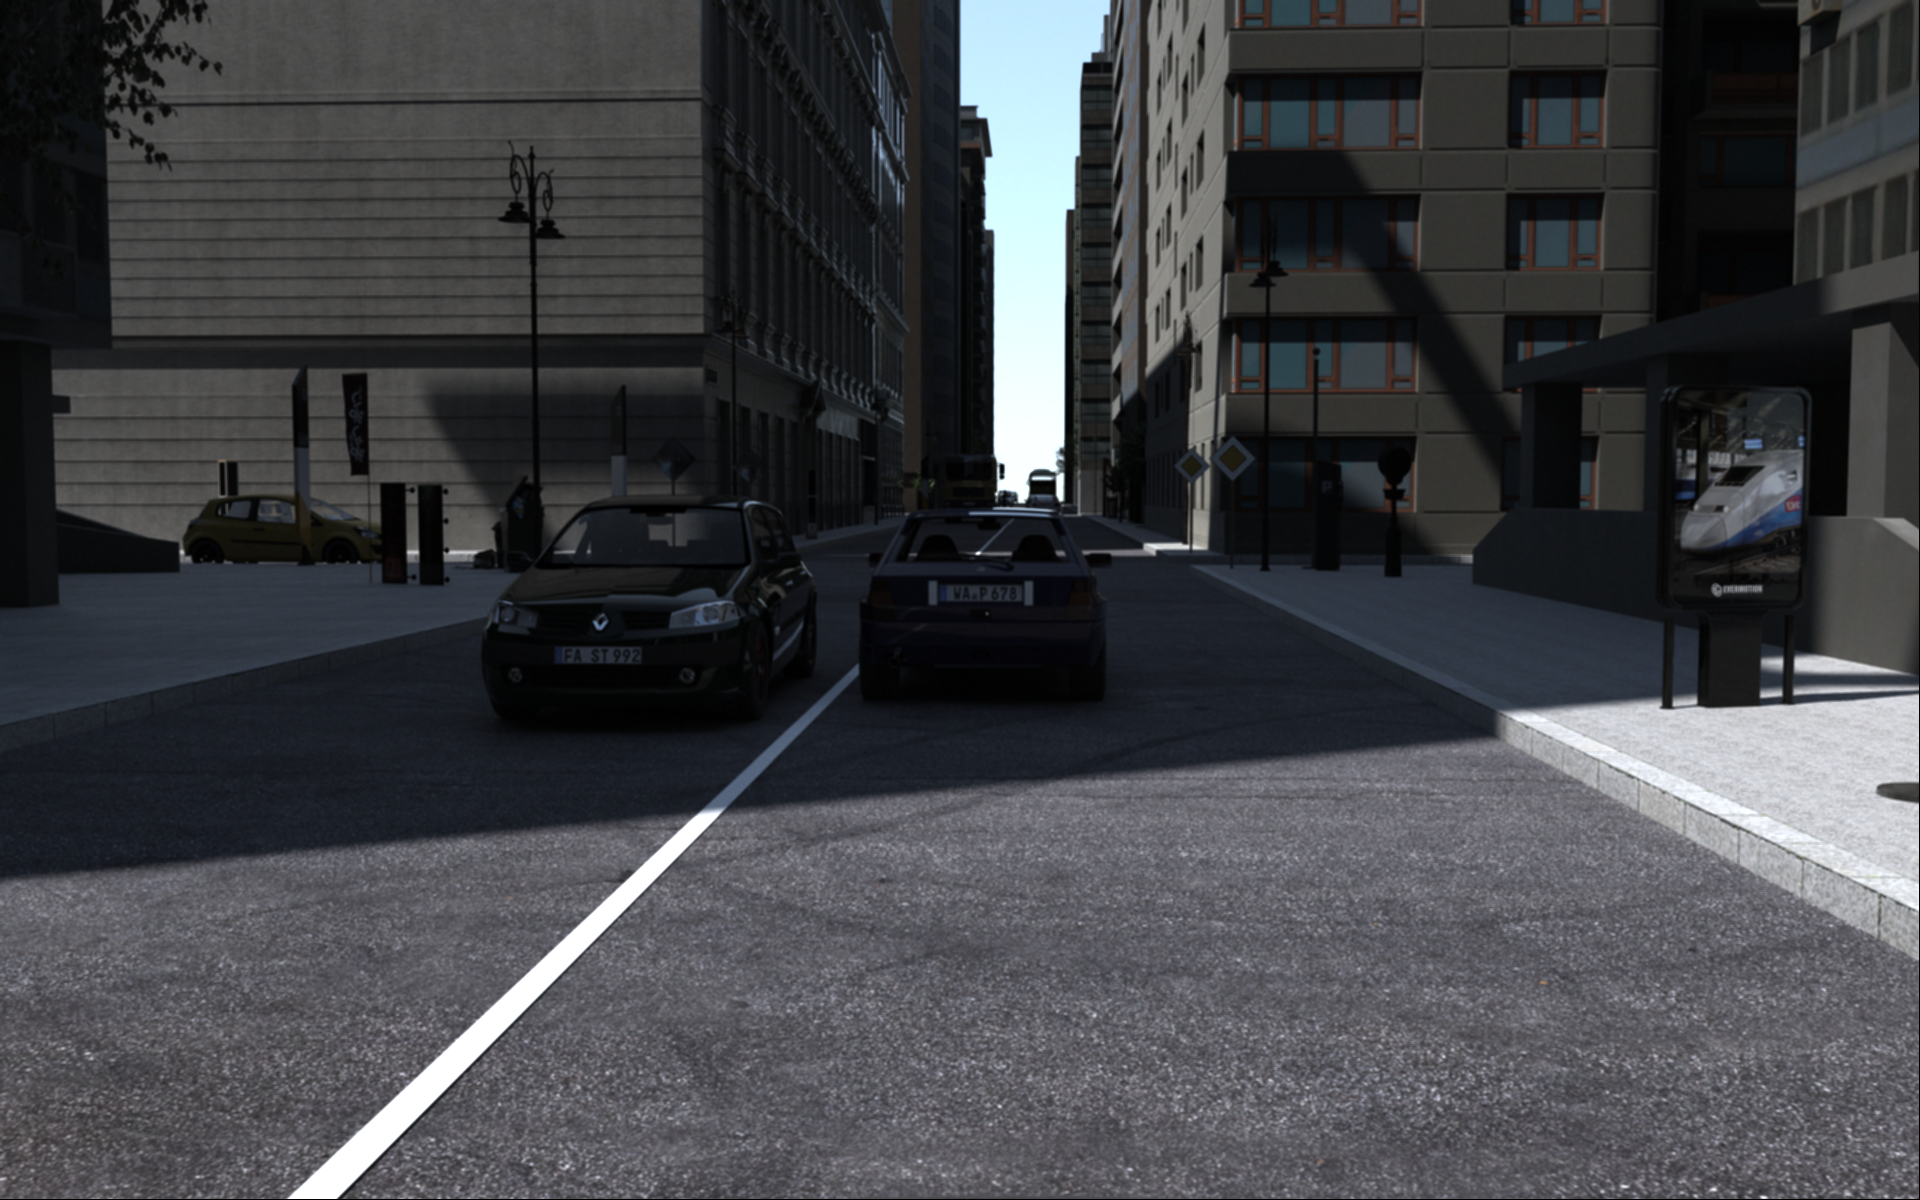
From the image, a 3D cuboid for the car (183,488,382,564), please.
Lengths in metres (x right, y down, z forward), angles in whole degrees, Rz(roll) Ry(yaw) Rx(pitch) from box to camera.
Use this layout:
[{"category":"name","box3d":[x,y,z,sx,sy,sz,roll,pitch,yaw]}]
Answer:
[{"category":"car","box3d":[-12.644,-1.395,33.029,3.980,1.641,2.015,0,4,4]}]

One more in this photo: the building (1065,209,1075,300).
[{"category":"building","box3d":[22.979,-37.545,263.977,14.600,45.320,14.200,0,4,3]}]

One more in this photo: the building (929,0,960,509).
[{"category":"building","box3d":[-11.072,-36.690,141.883,21.231,58.520,28.212,0,4,3]}]

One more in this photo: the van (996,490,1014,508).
[{"category":"van","box3d":[4.794,-10.884,184.961,2.013,2.044,4.112,0,4,1]}]

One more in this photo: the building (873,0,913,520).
[{"category":"building","box3d":[-9.871,-18.712,91.852,13.634,28.700,20.117,0,4,3]}]

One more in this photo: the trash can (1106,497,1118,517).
[{"category":"trash can","box3d":[8.368,-5.103,95.090,0.748,1.137,0.748,0,3,0]}]

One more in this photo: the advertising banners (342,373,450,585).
[{"category":"advertising banners","box3d":[-8.090,-1.747,24.751,2.074,3.025,0.090,2,4,30]}]

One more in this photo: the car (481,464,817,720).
[{"category":"car","box3d":[-2.055,-0.151,12.260,2.009,1.686,4.222,0,4,2]}]

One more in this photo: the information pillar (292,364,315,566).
[{"category":"information pillar","box3d":[-11.794,-2.428,31.045,0.183,3.616,0.504,0,4,3]}]

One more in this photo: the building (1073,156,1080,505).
[{"category":"building","box3d":[20.946,-32.305,211.773,14.154,41.232,14.086,0,4,3]}]

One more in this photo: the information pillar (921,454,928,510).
[{"category":"information pillar","box3d":[-2.037,-6.670,100.404,0.504,3.616,0.183,-3,5,-39]}]

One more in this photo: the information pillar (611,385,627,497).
[{"category":"information pillar","box3d":[-7.350,-2.815,37.380,0.183,3.616,0.504,-3,5,-44]}]

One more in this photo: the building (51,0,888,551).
[{"category":"building","box3d":[-12.633,-17.335,59.845,17.030,29.872,44.131,0,4,3]}]

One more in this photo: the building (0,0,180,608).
[{"category":"building","box3d":[-21.936,-19.684,13.707,23.993,40.220,32.217,0,4,3]}]

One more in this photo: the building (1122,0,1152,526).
[{"category":"building","box3d":[14.346,-25.997,75.154,14.600,45.320,14.200,0,4,3]}]

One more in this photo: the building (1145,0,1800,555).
[{"category":"building","box3d":[20.635,-12.473,48.978,28.899,21.520,27.650,0,4,3]}]

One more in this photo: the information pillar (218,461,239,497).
[{"category":"information pillar","box3d":[-16.076,-2.056,38.108,0.304,2.012,0.304,2,4,35]}]

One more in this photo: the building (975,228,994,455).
[{"category":"building","box3d":[-2.041,-35.294,260.658,14.154,41.232,14.086,0,4,3]}]

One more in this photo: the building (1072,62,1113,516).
[{"category":"building","box3d":[15.195,-21.264,119.368,14.160,30.474,14.107,0,4,3]}]

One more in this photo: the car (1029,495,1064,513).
[{"category":"car","box3d":[5.098,-5.499,102.268,2.083,1.381,4.827,0,4,5]}]

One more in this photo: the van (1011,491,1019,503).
[{"category":"van","box3d":[8.137,-15.940,267.637,2.013,2.044,4.112,0,4,2]}]

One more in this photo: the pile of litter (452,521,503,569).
[{"category":"pile of litter","box3d":[-7.939,-0.983,30.036,1.719,0.858,1.176,-1,4,-10]}]

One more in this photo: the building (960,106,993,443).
[{"category":"building","box3d":[-10.188,-39.785,239.728,28.713,52.752,27.495,0,4,3]}]

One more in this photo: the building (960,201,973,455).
[{"category":"building","box3d":[-5.982,-24.852,178.023,14.160,30.474,14.107,0,4,3]}]

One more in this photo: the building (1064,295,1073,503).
[{"category":"building","box3d":[22.106,-29.273,250.311,14.160,30.474,14.107,0,4,3]}]

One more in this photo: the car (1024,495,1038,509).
[{"category":"car","box3d":[6.041,-7.555,135.892,2.083,1.381,4.827,0,4,1]}]

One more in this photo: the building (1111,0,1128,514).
[{"category":"building","box3d":[19.998,-29.173,100.678,21.300,48.544,21.600,0,4,3]}]

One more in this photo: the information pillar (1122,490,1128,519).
[{"category":"information pillar","box3d":[8.656,-5.259,90.471,0.304,2.012,0.304,-3,4,-38]}]

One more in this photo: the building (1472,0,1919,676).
[{"category":"building","box3d":[23.124,-19.822,15.964,32.217,40.220,23.993,0,4,3]}]

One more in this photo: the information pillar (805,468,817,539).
[{"category":"information pillar","box3d":[-4.246,-2.752,49.481,0.304,2.012,0.304,-1,4,-13]}]

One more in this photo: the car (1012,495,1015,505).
[{"category":"car","box3d":[6.339,-13.360,230.445,2.014,1.417,4.499,0,4,1]}]

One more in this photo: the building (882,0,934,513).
[{"category":"building","box3d":[-9.137,-28.795,120.915,14.600,45.320,14.200,0,4,3]}]

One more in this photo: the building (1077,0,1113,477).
[{"category":"building","box3d":[23.873,-33.804,172.299,23.786,49.044,30.456,0,4,3]}]

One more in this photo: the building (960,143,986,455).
[{"category":"building","box3d":[-8.134,-34.073,211.711,22.147,44.769,28.867,0,4,3]}]

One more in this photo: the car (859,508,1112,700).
[{"category":"car","box3d":[0.219,-0.050,13.404,1.945,1.354,3.894,0,4,2]}]
